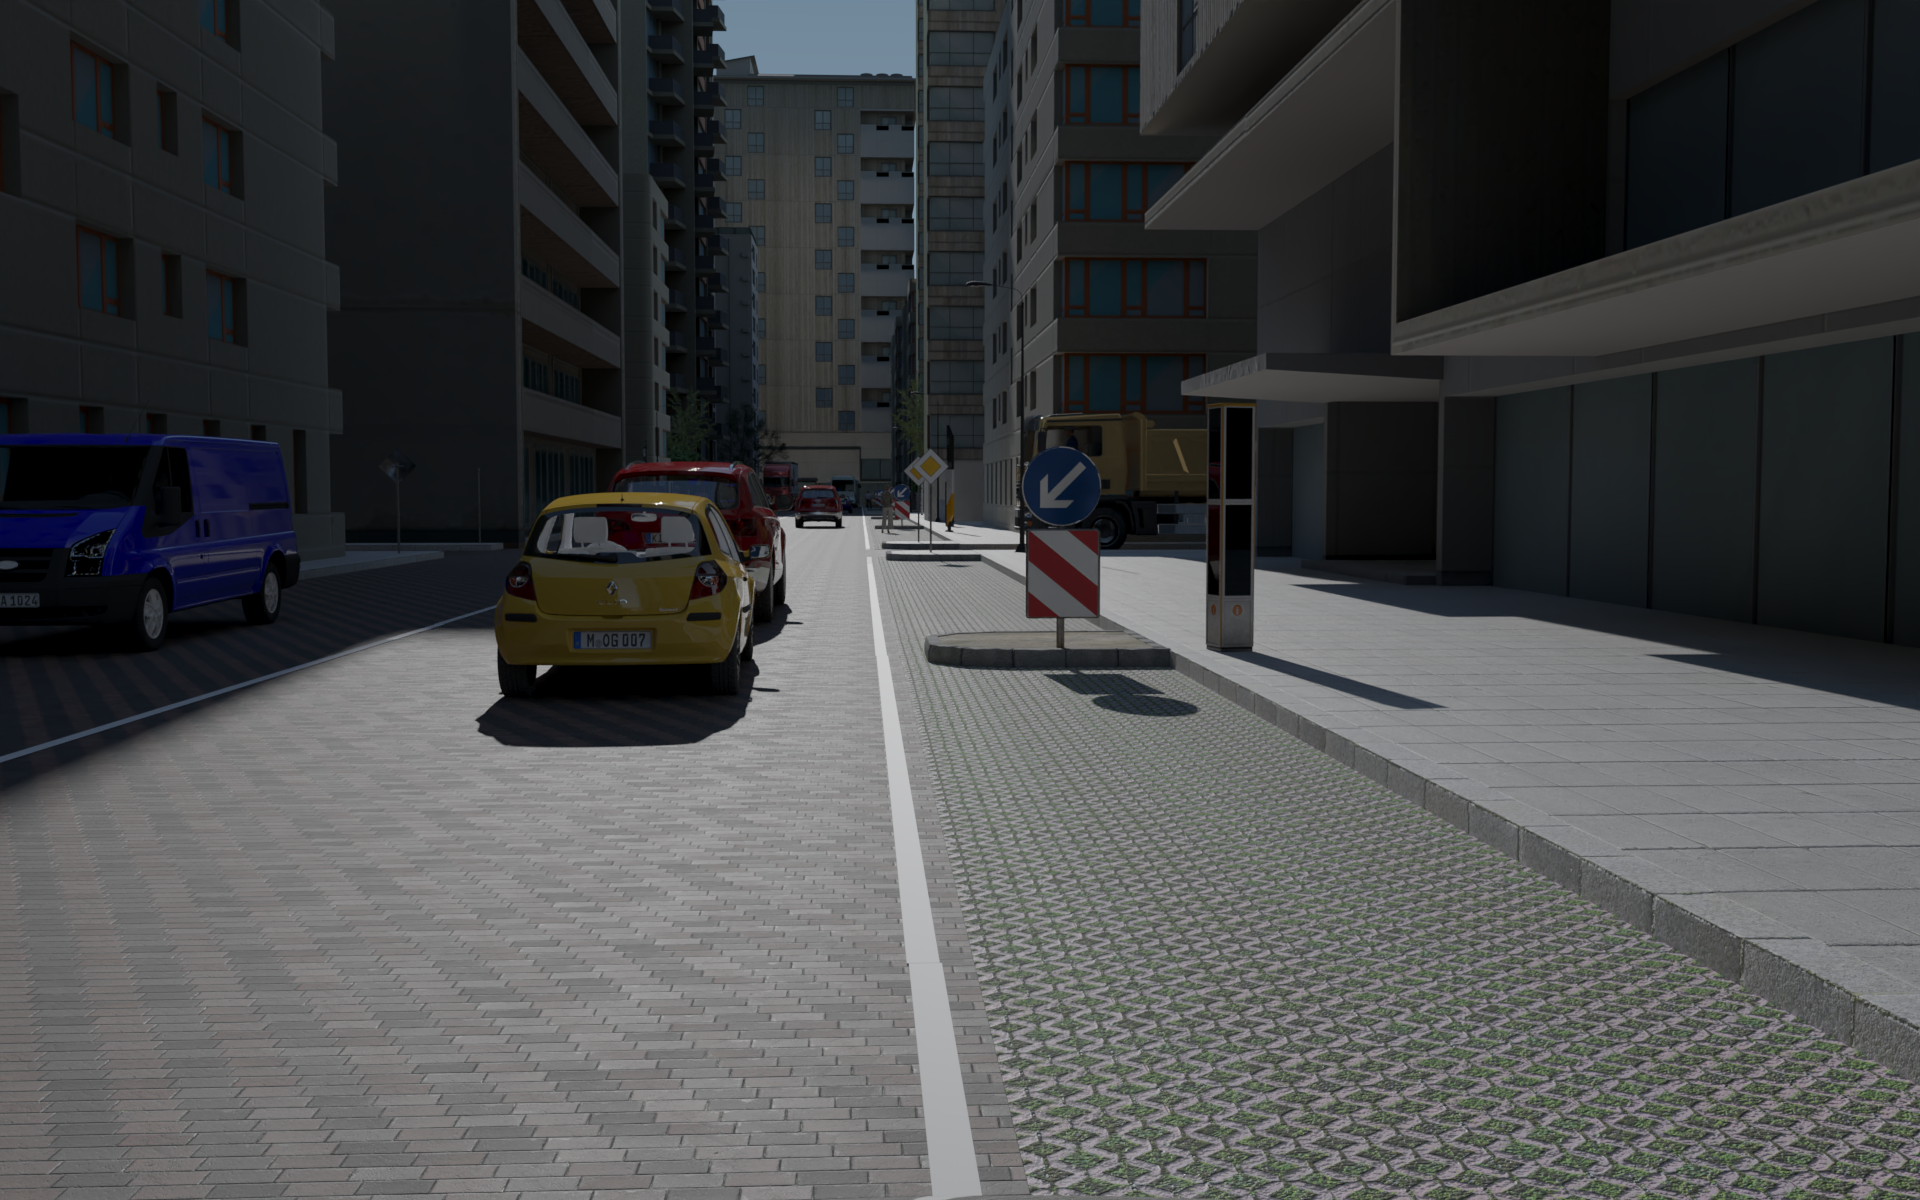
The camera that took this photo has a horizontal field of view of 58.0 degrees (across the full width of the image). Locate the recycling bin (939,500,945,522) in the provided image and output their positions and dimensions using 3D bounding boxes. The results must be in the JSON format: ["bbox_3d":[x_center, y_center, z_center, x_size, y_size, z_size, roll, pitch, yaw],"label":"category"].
[{"bbox_3d":[-0.677,-4.150,80.408,0.722,1.027,0.722,-1,4,-8],"label":"recycling bin"}]

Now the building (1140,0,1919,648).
[{"bbox_3d":[17.807,-26.491,22.359,28.713,52.752,27.495,0,4,-3],"label":"building"}]

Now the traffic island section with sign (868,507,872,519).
[{"bbox_3d":[-4.032,-5.440,97.574,1.989,1.847,2.006,0,4,-3],"label":"traffic island section with sign"}]

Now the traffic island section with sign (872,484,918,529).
[{"bbox_3d":[-2.486,-3.791,70.612,1.989,1.847,2.006,0,4,-3],"label":"traffic island section with sign"}]

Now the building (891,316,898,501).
[{"bbox_3d":[6.764,-20.711,183.662,27.650,21.520,28.899,0,4,-3],"label":"building"}]

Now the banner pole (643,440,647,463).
[{"bbox_3d":[-14.500,-5.493,79.834,0.401,3.779,0.863,0,4,1],"label":"banner pole"}]

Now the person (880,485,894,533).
[{"bbox_3d":[-2.631,-3.317,63.289,0.519,1.759,0.362,1,4,17],"label":"person"}]

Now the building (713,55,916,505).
[{"bbox_3d":[-16.850,-38.439,217.716,27.495,52.752,28.713,0,4,-3],"label":"building"}]

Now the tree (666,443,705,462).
[{"bbox_3d":[-17.738,-7.773,110.805,4.285,4.588,4.351,0,3,0],"label":"tree"}]

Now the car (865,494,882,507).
[{"bbox_3d":[-9.047,-10.467,181.362,2.015,1.641,3.980,0,4,-4],"label":"car"}]

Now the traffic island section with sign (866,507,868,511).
[{"bbox_3d":[-6.943,-8.549,148.396,1.989,1.847,2.006,0,4,-3],"label":"traffic island section with sign"}]

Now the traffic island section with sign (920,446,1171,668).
[{"bbox_3d":[0.696,-0.398,15.137,1.989,1.847,2.006,0,4,-3],"label":"traffic island section with sign"}]

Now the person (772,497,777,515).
[{"bbox_3d":[-9.177,-4.472,85.865,0.306,1.304,0.590,1,4,10],"label":"person"}]

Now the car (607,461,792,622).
[{"bbox_3d":[-3.191,-0.747,20.885,2.281,1.827,5.304,0,4,-3],"label":"car"}]

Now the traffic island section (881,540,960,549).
[{"bbox_3d":[-1.078,-1.454,46.053,2.009,0.180,2.903,0,4,-3],"label":"traffic island section"}]

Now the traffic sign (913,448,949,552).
[{"bbox_3d":[-0.644,-2.102,38.003,0.795,2.450,0.064,0,4,-3],"label":"traffic sign"}]

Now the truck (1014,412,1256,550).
[{"bbox_3d":[5.430,-2.843,42.409,9.791,3.379,3.469,0,4,-5],"label":"truck"}]

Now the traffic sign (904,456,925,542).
[{"bbox_3d":[-1.102,-2.589,45.975,0.795,2.450,0.064,0,4,-3],"label":"traffic sign"}]

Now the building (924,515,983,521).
[{"bbox_3d":[5.119,-24.690,87.282,14.154,41.232,14.086,0,4,-3],"label":"building"}]

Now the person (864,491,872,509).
[{"bbox_3d":[-7.959,-8.653,150.917,0.756,1.711,0.436,1,4,21],"label":"person"}]

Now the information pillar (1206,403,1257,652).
[{"bbox_3d":[2.213,-0.592,14.171,0.304,2.012,0.304,-1,4,-16],"label":"information pillar"}]

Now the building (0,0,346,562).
[{"bbox_3d":[-26.253,-10.720,20.308,28.899,21.520,27.650,0,4,-3],"label":"building"}]

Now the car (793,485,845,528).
[{"bbox_3d":[-6.165,-4.104,75.767,2.281,1.827,5.304,0,4,-4],"label":"car"}]

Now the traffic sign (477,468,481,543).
[{"bbox_3d":[-12.578,-2.550,45.339,0.795,2.450,0.064,0,4,-3],"label":"traffic sign"}]

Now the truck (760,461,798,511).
[{"bbox_3d":[-15.678,-9.928,151.232,2.839,4.237,11.283,0,4,-2],"label":"truck"}]

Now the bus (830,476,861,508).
[{"bbox_3d":[-12.141,-11.553,183.751,2.948,3.499,13.247,0,4,-1],"label":"bus"}]

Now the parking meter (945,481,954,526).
[{"bbox_3d":[-0.411,-3.873,69.037,0.255,1.863,0.399,2,4,24],"label":"parking meter"}]

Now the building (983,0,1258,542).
[{"bbox_3d":[16.188,-13.130,59.707,28.899,21.520,27.650,0,4,-3],"label":"building"}]

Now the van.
[{"bbox_3d":[-8.394,-0.797,17.418,2.240,2.365,5.245,0,4,-5],"label":"van"}]

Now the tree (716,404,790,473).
[{"bbox_3d":[-21.113,-14.643,173.819,8.767,10.594,7.601,0,4,1],"label":"tree"}]

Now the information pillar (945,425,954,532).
[{"bbox_3d":[-0.331,-4.106,58.494,0.183,3.616,0.504,-1,4,-22],"label":"information pillar"}]

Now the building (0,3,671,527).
[{"bbox_3d":[-30.209,-14.828,87.469,27.650,21.520,28.899,0,4,-3],"label":"building"}]

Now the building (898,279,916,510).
[{"bbox_3d":[8.926,-18.917,154.330,27.650,21.520,28.899,0,4,-3],"label":"building"}]

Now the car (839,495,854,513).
[{"bbox_3d":[-8.947,-7.175,129.892,1.945,1.354,3.894,0,4,-5],"label":"car"}]

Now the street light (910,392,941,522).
[{"bbox_3d":[-1.541,-6.500,78.822,1.470,5.913,1.316,0,4,-3],"label":"street light"}]

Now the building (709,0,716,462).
[{"bbox_3d":[-30.819,-43.981,157.340,20.563,71.187,20.611,0,4,-3],"label":"building"}]

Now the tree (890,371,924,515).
[{"bbox_3d":[-2.061,-9.423,104.421,4.737,8.622,4.395,0,3,0],"label":"tree"}]

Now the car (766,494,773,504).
[{"bbox_3d":[-15.611,-7.718,136.409,2.015,1.641,3.980,0,4,-4],"label":"car"}]

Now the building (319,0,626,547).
[{"bbox_3d":[-22.812,-26.307,53.825,21.300,48.544,21.600,0,4,-3],"label":"building"}]

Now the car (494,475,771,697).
[{"bbox_3d":[-2.529,-0.214,13.727,2.015,1.641,3.980,0,4,-5],"label":"car"}]

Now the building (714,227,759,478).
[{"bbox_3d":[-29.103,-25.503,188.668,14.107,30.474,14.160,0,4,-3],"label":"building"}]

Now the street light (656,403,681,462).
[{"bbox_3d":[-14.972,-7.111,88.799,1.470,5.913,1.316,0,4,-3],"label":"street light"}]

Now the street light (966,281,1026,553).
[{"bbox_3d":[0.828,-4.002,37.970,1.470,5.913,1.316,0,4,-3],"label":"street light"}]

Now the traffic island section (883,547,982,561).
[{"bbox_3d":[-0.621,-0.966,38.081,2.009,0.180,2.903,0,4,-3],"label":"traffic island section"}]

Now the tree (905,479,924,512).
[{"bbox_3d":[-2.823,-7.911,123.947,1.663,3.219,1.824,0,3,0],"label":"tree"}]

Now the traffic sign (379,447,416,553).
[{"bbox_3d":[-12.121,-2.063,37.367,0.795,2.450,0.064,0,4,-3],"label":"traffic sign"}]

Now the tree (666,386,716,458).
[{"bbox_3d":[-18.603,-10.196,117.075,4.737,8.622,4.395,0,3,0],"label":"tree"}]

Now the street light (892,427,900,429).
[{"bbox_3d":[-3.997,-9.062,120.701,1.470,5.913,1.316,0,4,-3],"label":"street light"}]

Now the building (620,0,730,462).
[{"bbox_3d":[-29.546,-29.287,133.471,22.147,44.769,28.867,0,4,-3],"label":"building"}]
